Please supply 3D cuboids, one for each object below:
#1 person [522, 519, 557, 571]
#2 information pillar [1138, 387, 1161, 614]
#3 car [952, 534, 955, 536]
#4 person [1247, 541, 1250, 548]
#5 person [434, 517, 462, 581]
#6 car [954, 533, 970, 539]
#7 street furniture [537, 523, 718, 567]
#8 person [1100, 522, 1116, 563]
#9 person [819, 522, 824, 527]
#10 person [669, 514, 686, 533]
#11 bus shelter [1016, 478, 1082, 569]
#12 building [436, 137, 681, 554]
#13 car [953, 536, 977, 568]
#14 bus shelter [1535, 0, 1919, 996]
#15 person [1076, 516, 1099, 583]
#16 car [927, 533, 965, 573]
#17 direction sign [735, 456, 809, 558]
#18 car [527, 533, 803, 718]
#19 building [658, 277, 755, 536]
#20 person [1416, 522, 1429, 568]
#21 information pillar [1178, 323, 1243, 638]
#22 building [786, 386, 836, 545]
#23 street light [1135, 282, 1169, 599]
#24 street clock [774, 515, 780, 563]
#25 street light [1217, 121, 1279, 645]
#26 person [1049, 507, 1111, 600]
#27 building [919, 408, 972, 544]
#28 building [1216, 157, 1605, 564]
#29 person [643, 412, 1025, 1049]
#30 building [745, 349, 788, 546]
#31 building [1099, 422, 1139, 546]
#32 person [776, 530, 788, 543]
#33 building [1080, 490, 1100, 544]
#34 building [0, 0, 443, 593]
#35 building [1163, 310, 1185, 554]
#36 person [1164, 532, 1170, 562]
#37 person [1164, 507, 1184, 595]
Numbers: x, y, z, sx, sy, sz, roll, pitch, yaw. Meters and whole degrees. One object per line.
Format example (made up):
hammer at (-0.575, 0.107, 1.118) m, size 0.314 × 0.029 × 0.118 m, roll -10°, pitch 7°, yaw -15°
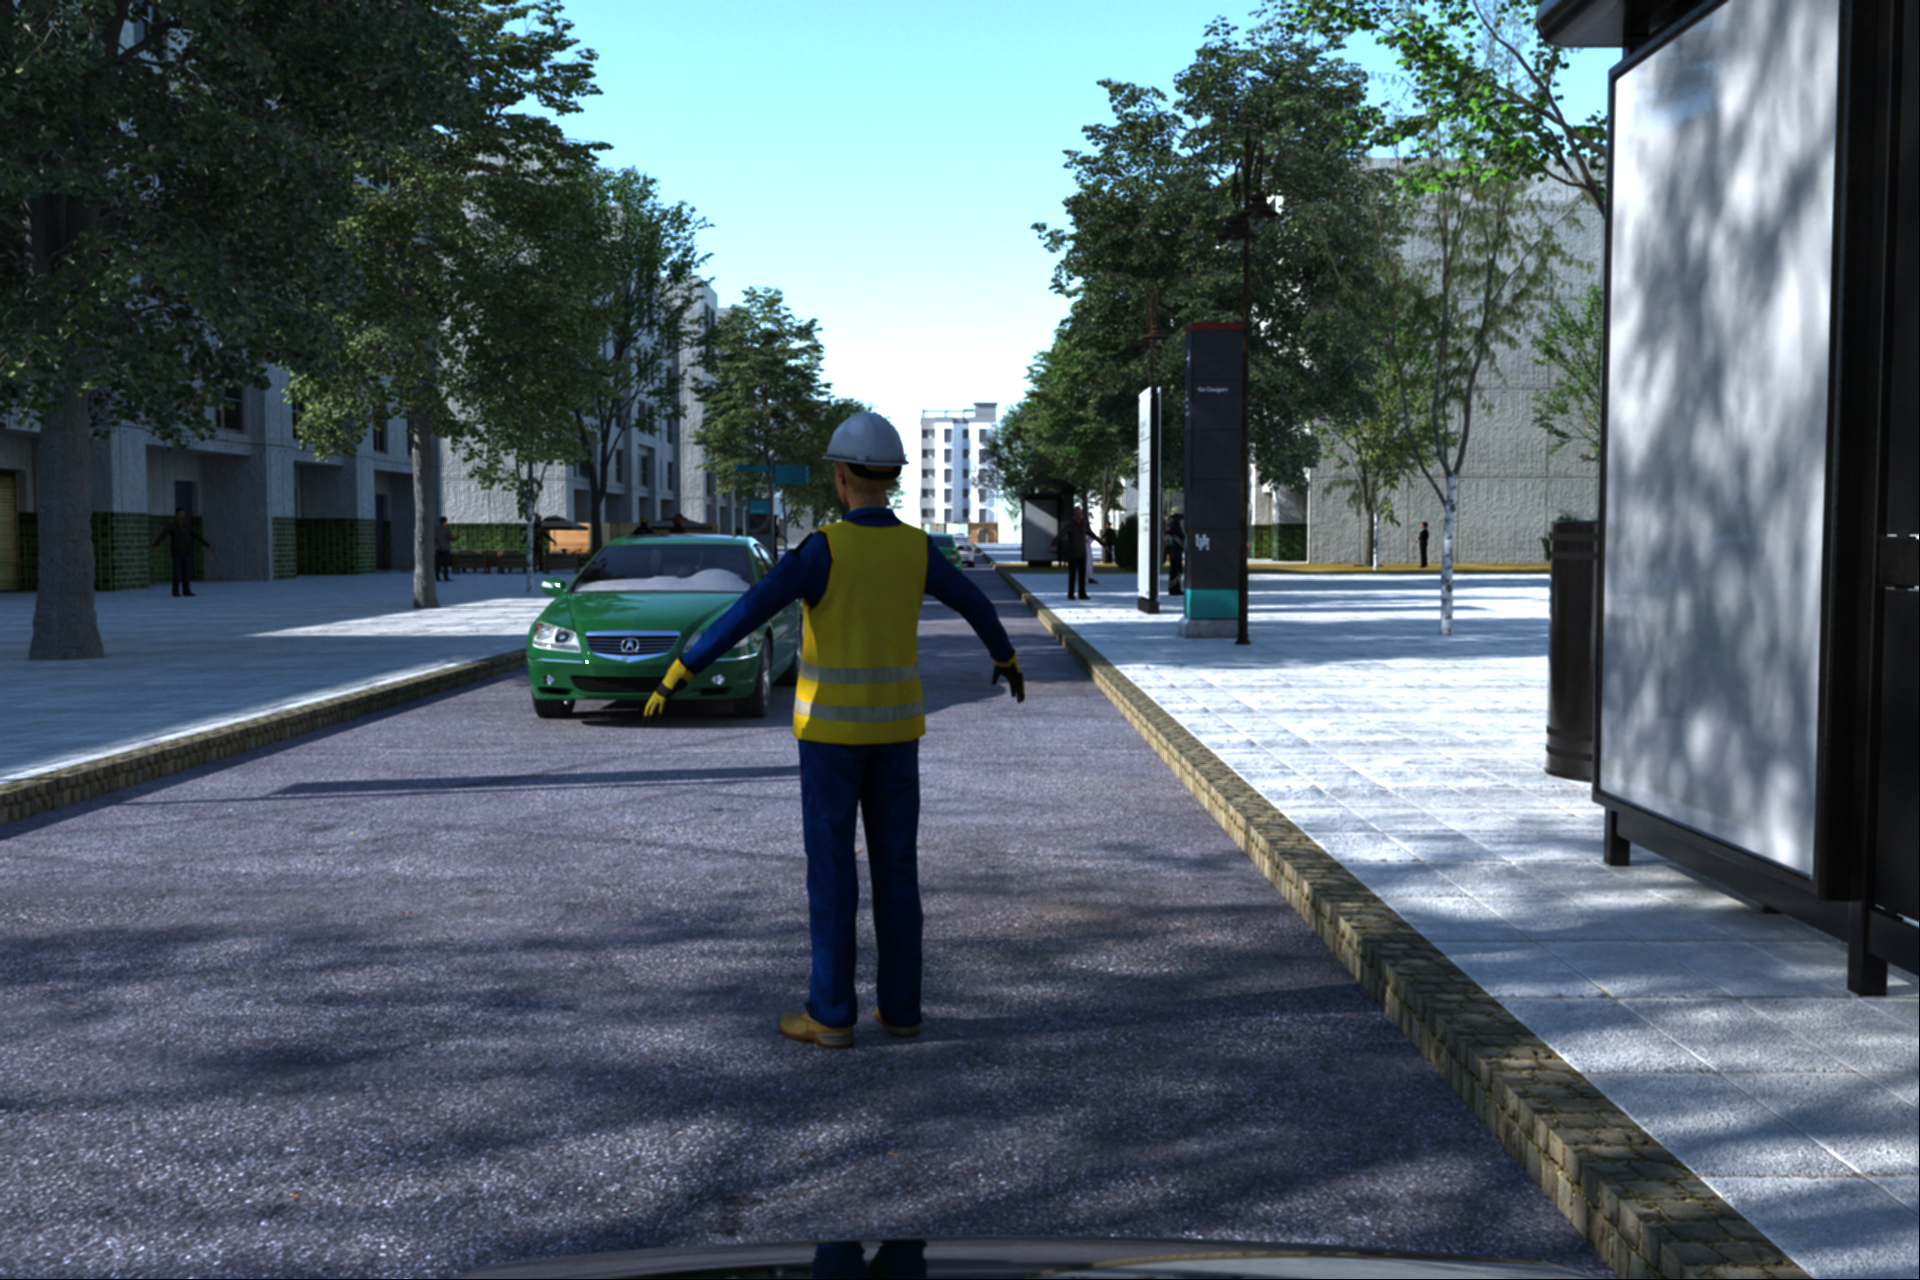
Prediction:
person at (-14.734, -3.347, 60.498) m, size 1.354 × 1.858 × 0.705 m, roll 1°, pitch 4°, yaw 19°
information pillar at (3.102, -2.271, 28.451) m, size 0.184 × 3.620 × 1.656 m, roll 0°, pitch 4°, yaw 0°
car at (-1.025, -8.359, 146.458) m, size 2.009 × 1.686 × 4.222 m, roll 0°, pitch 4°, yaw -1°
person at (7.982, -2.625, 49.138) m, size 0.705 × 1.803 × 1.348 m, roll 0°, pitch 4°, yaw -2°
person at (-14.034, -2.495, 47.367) m, size 0.617 × 1.759 × 0.750 m, roll 2°, pitch 4°, yaw 24°
car at (-0.177, -9.110, 157.980) m, size 2.155 × 1.783 × 4.494 m, roll 0°, pitch 4°, yaw -1°
street furniture at (-13.769, -3.820, 69.303) m, size 9.812 × 1.723 × 11.010 m, roll -3°, pitch 5°, yaw -42°
person at (6.539, -4.302, 76.275) m, size 0.705 × 1.837 × 1.347 m, roll 3°, pitch 5°, yaw 40°
person at (-6.074, -4.258, 75.746) m, size 1.347 × 1.817 × 0.704 m, roll -3°, pitch 5°, yaw -41°
person at (-6.094, -1.911, 38.053) m, size 0.721 × 1.729 × 1.215 m, roll -3°, pitch 5°, yaw -43°
bus shelter at (3.266, -4.338, 64.858) m, size 2.014 × 3.302 × 5.546 m, roll 0°, pitch 4°, yaw -2°
building at (-26.032, -13.869, 93.215) m, size 16.747 × 18.905 × 31.486 m, roll 0°, pitch 4°, yaw 0°
car at (-0.309, -3.866, 75.564) m, size 2.083 × 1.381 × 4.827 m, roll 0°, pitch 4°, yaw 0°
bus shelter at (3.293, -1.682, 5.138) m, size 2.179 × 5.291 × 8.768 m, roll 0°, pitch 4°, yaw 0°
person at (3.253, -2.342, 45.009) m, size 0.621 × 1.740 × 0.551 m, roll 2°, pitch 4°, yaw 31°
car at (-0.831, -2.477, 49.303) m, size 1.959 × 1.807 × 4.718 m, roll 0°, pitch 4°, yaw 0°
direction sign at (-6.468, -4.366, 60.153) m, size 2.525 × 3.948 × 1.411 m, roll 0°, pitch 4°, yaw -1°
car at (-2.413, -0.197, 15.027) m, size 2.131 × 1.459 × 4.920 m, roll 0°, pitch 3°, yaw 0°
building at (-26.210, -16.442, 135.283) m, size 16.747 × 18.905 × 31.486 m, roll 0°, pitch 4°, yaw 0°
person at (17.579, -3.621, 65.920) m, size 0.721 × 1.740 × 1.216 m, roll 2°, pitch 4°, yaw 32°
information pillar at (3.151, -1.970, 21.582) m, size 0.750 × 3.857 × 0.750 m, roll 0°, pitch 4°, yaw 0°
building at (-25.441, -23.501, 215.170) m, size 19.493 × 23.208 × 18.063 m, roll 0°, pitch 4°, yaw 1°
street light at (3.533, -3.622, 32.007) m, size 0.468 × 5.910 × 1.993 m, roll 0°, pitch 4°, yaw 0°
street clock at (-7.012, -3.738, 65.692) m, size 0.358 × 2.002 × 0.471 m, roll 0°, pitch 4°, yaw 1°
street light at (3.292, -2.887, 19.986) m, size 0.468 × 5.910 × 1.993 m, roll 0°, pitch 4°, yaw 0°
person at (2.316, -1.696, 33.914) m, size 1.348 × 1.807 × 0.705 m, roll -2°, pitch 4°, yaw -25°
building at (-5.484, -23.999, 251.252) m, size 11.380 × 20.090 × 16.016 m, roll -1°, pitch 4°, yaw -9°
building at (23.514, -13.678, 90.100) m, size 16.747 × 18.905 × 31.486 m, roll 0°, pitch 4°, yaw 0°
person at (-0.316, 0.242, 4.973) m, size 1.216 × 1.772 × 0.721 m, roll -2°, pitch 4°, yaw -31°
building at (-24.028, -19.630, 177.370) m, size 16.016 × 20.090 × 11.380 m, roll 0°, pitch 4°, yaw 1°
building at (24.672, -19.582, 186.621) m, size 16.747 × 18.905 × 31.486 m, roll 0°, pitch 3°, yaw 0°
person at (-7.611, -3.913, 70.100) m, size 1.348 × 1.813 × 0.705 m, roll 1°, pitch 4°, yaw 18°
building at (20.825, -17.212, 223.561) m, size 9.099 × 9.664 × 28.070 m, roll 0°, pitch 4°, yaw 0°
building at (-27.251, -11.045, 47.042) m, size 16.747 × 18.905 × 31.486 m, roll 0°, pitch 3°, yaw 0°
building at (22.893, -17.696, 120.261) m, size 19.493 × 23.208 × 18.063 m, roll 0°, pitch 4°, yaw 0°
person at (9.563, -4.410, 78.239) m, size 1.346 × 1.812 × 0.704 m, roll 2°, pitch 4°, yaw 28°
person at (4.554, -1.862, 36.309) m, size 0.704 × 1.845 × 1.351 m, roll 2°, pitch 4°, yaw 27°
